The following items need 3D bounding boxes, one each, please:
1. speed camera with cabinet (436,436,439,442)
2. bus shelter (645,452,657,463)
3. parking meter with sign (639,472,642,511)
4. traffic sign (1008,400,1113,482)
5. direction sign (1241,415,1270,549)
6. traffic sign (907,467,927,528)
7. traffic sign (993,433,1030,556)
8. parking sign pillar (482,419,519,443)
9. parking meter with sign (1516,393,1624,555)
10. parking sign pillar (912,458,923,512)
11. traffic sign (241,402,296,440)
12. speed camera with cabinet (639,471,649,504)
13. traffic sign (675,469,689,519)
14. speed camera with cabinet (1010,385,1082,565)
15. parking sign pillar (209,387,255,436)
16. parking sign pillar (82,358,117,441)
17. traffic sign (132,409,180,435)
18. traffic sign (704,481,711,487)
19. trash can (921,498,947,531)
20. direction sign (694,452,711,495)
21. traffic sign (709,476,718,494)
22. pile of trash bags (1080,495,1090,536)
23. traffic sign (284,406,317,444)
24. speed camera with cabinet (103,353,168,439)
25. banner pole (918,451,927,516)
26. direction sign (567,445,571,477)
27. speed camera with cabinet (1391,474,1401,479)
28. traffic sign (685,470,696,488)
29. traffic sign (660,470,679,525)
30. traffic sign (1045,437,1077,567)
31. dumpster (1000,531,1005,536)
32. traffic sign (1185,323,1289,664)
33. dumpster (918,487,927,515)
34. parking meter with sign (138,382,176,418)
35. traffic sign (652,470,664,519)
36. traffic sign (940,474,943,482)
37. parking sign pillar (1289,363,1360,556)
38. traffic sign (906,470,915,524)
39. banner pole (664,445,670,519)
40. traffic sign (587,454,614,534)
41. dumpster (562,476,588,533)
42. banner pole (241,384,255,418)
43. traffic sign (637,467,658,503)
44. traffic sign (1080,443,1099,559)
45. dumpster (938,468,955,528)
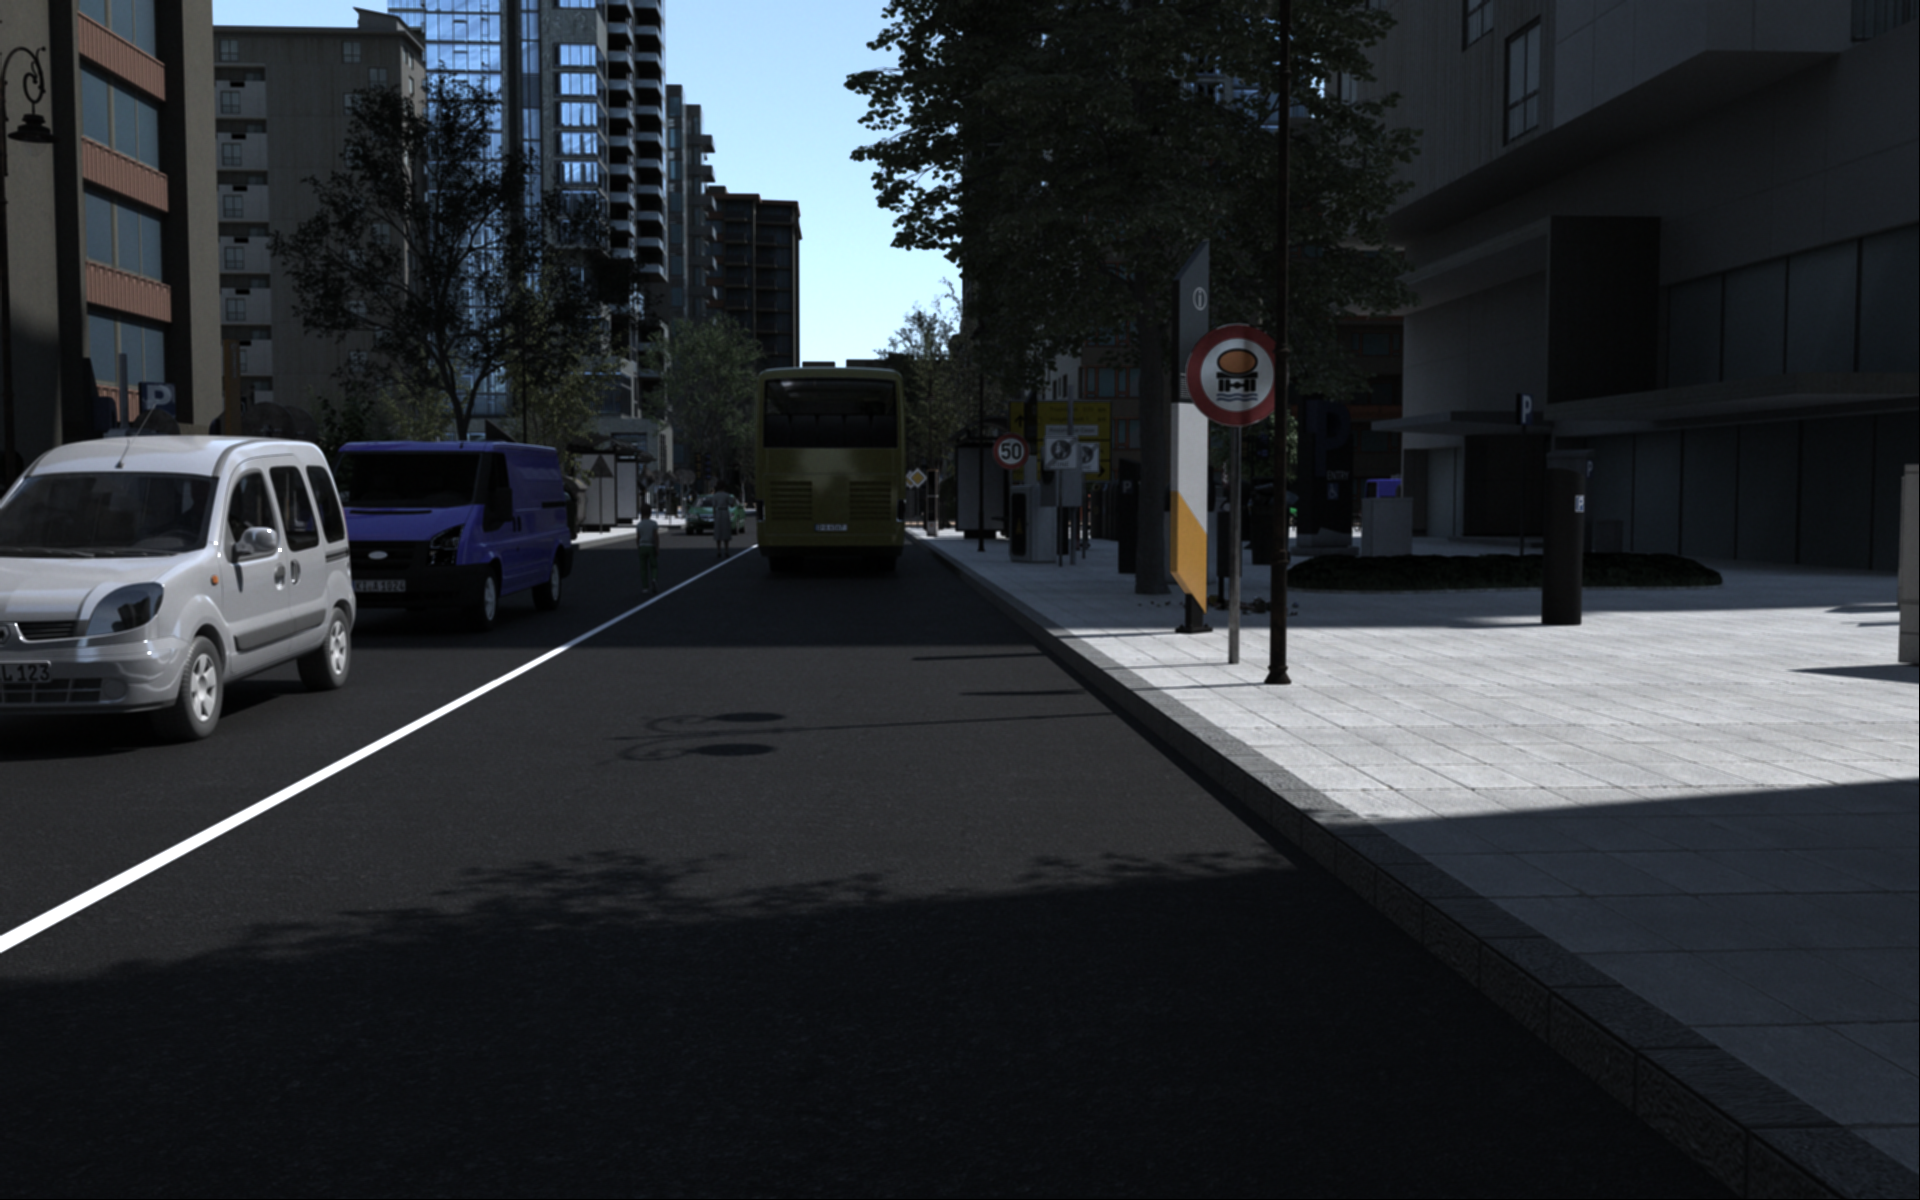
[{"bbox_3d":[-17.782,-3.939,58.745,0.660,3.252,2.038,0,4,5],"label":"speed camera with cabinet"},{"bbox_3d":[-14.533,-4.996,75.613,2.014,3.302,5.546,0,4,-3],"label":"bus shelter"},{"bbox_3d":[-25.049,-8.447,134.375,0.543,3.016,1.738,2,4,25],"label":"parking meter with sign"},{"bbox_3d":[2.161,-2.665,37.447,2.265,3.308,0.079,0,4,-2],"label":"traffic sign"},{"bbox_3d":[6.791,-2.952,40.259,0.876,3.537,0.379,3,5,40],"label":"direction sign"},{"bbox_3d":[-1.594,-3.767,65.236,0.795,2.450,0.064,0,4,-3],"label":"traffic sign"},{"bbox_3d":[1.063,-2.196,36.009,0.768,2.556,0.104,0,4,1],"label":"traffic sign"},{"bbox_3d":[-16.330,-4.472,61.592,1.447,3.967,1.447,1,4,17],"label":"parking sign pillar"},{"bbox_3d":[10.431,-2.039,29.605,1.738,3.016,0.543,3,5,40],"label":"parking meter with sign"},{"bbox_3d":[-3.151,-8.395,125.734,1.447,3.967,1.447,-1,4,-14],"label":"parking sign pillar"},{"bbox_3d":[-9.551,-1.455,23.900,0.768,2.556,0.104,0,4,-2],"label":"traffic sign"},{"bbox_3d":[-26.882,-9.277,146.012,0.660,3.252,2.038,1,4,13],"label":"speed camera with cabinet"},{"bbox_3d":[-14.131,-5.376,88.010,0.768,2.556,0.104,0,4,-3],"label":"traffic sign"},{"bbox_3d":[1.573,-2.306,32.045,0.660,3.252,2.038,-1,4,-22],"label":"speed camera with cabinet"},{"bbox_3d":[-17.971,-3.320,42.756,1.447,3.967,1.447,1,4,15],"label":"parking sign pillar"},{"bbox_3d":[-17.332,-2.843,34.963,1.447,3.967,1.447,-1,4,-19],"label":"parking sign pillar"},{"bbox_3d":[-12.015,-1.576,25.874,0.768,2.556,0.104,0,4,5],"label":"traffic sign"},{"bbox_3d":[-17.872,-7.558,123.674,0.768,2.556,0.104,0,4,6],"label":"traffic sign"},{"bbox_3d":[-0.958,-2.923,59.444,0.748,1.137,0.748,0,3,0],"label":"trash can"},{"bbox_3d":[-13.964,-6.244,94.082,0.876,3.537,0.379,0,4,-5],"label":"direction sign"},{"bbox_3d":[-17.321,-7.421,121.433,0.768,2.556,0.104,0,4,6],"label":"traffic sign"},{"bbox_3d":[4.843,-2.751,54.729,3.447,1.369,1.912,-3,5,-42],"label":"pile of trash bags"},{"bbox_3d":[-9.661,-1.524,25.018,0.768,2.556,0.104,0,4,1],"label":"traffic sign"},{"bbox_3d":[-11.085,-1.837,24.374,2.038,3.252,0.660,2,4,24],"label":"speed camera with cabinet"},{"bbox_3d":[-2.218,-6.803,101.250,0.863,3.779,0.401,-3,5,-44],"label":"banner pole"},{"bbox_3d":[-17.259,-5.217,77.301,0.876,3.537,0.379,3,5,43],"label":"direction sign"},{"bbox_3d":[31.124,-7.762,121.245,2.038,3.252,0.660,0,4,6],"label":"speed camera with cabinet"},{"bbox_3d":[-14.300,-5.572,91.202,0.768,2.556,0.104,0,4,2],"label":"traffic sign"},{"bbox_3d":[-12.159,-4.218,72.612,0.795,2.450,0.064,0,4,-3],"label":"traffic sign"},{"bbox_3d":[1.777,-1.738,30.544,0.606,2.300,0.079,0,4,2],"label":"traffic sign"},{"bbox_3d":[0.880,-2.818,51.826,1.264,1.857,1.865,0,4,-3],"label":"dumpster"},{"bbox_3d":[2.072,-0.790,13.029,0.768,2.556,0.104,0,4,4],"label":"traffic sign"},{"bbox_3d":[-1.955,-6.121,105.832,1.264,1.857,1.865,0,4,-3],"label":"dumpster"},{"bbox_3d":[-13.200,-1.921,27.671,1.738,3.016,0.543,3,4,38],"label":"parking meter with sign"},{"bbox_3d":[-15.889,-5.551,90.864,0.768,2.556,0.104,0,4,1],"label":"traffic sign"},{"bbox_3d":[-1.337,-6.560,107.357,0.768,2.556,0.104,0,4,-3],"label":"traffic sign"},{"bbox_3d":[7.611,-2.911,36.062,1.447,3.967,1.447,-3,4,-38],"label":"parking sign pillar"},{"bbox_3d":[-2.082,-4.255,73.206,0.795,2.450,0.064,0,4,-3],"label":"traffic sign"},{"bbox_3d":[-15.080,-6.049,88.912,0.401,3.779,0.863,0,4,-7],"label":"banner pole"},{"bbox_3d":[-11.603,-3.420,55.921,0.884,2.594,0.081,0,4,3],"label":"traffic sign"},{"bbox_3d":[-13.009,-3.133,56.985,1.264,1.857,1.865,0,4,-4],"label":"dumpster"},{"bbox_3d":[-16.148,-3.005,39.150,0.401,3.779,0.863,2,4,28],"label":"banner pole"},{"bbox_3d":[-11.671,-3.731,64.641,0.795,2.450,0.064,0,4,-3],"label":"traffic sign"},{"bbox_3d":[2.452,-1.966,34.273,0.606,2.300,0.079,0,4,2],"label":"traffic sign"},{"bbox_3d":[-0.079,-3.839,65.259,1.502,2.255,1.985,0,4,-4],"label":"dumpster"}]
